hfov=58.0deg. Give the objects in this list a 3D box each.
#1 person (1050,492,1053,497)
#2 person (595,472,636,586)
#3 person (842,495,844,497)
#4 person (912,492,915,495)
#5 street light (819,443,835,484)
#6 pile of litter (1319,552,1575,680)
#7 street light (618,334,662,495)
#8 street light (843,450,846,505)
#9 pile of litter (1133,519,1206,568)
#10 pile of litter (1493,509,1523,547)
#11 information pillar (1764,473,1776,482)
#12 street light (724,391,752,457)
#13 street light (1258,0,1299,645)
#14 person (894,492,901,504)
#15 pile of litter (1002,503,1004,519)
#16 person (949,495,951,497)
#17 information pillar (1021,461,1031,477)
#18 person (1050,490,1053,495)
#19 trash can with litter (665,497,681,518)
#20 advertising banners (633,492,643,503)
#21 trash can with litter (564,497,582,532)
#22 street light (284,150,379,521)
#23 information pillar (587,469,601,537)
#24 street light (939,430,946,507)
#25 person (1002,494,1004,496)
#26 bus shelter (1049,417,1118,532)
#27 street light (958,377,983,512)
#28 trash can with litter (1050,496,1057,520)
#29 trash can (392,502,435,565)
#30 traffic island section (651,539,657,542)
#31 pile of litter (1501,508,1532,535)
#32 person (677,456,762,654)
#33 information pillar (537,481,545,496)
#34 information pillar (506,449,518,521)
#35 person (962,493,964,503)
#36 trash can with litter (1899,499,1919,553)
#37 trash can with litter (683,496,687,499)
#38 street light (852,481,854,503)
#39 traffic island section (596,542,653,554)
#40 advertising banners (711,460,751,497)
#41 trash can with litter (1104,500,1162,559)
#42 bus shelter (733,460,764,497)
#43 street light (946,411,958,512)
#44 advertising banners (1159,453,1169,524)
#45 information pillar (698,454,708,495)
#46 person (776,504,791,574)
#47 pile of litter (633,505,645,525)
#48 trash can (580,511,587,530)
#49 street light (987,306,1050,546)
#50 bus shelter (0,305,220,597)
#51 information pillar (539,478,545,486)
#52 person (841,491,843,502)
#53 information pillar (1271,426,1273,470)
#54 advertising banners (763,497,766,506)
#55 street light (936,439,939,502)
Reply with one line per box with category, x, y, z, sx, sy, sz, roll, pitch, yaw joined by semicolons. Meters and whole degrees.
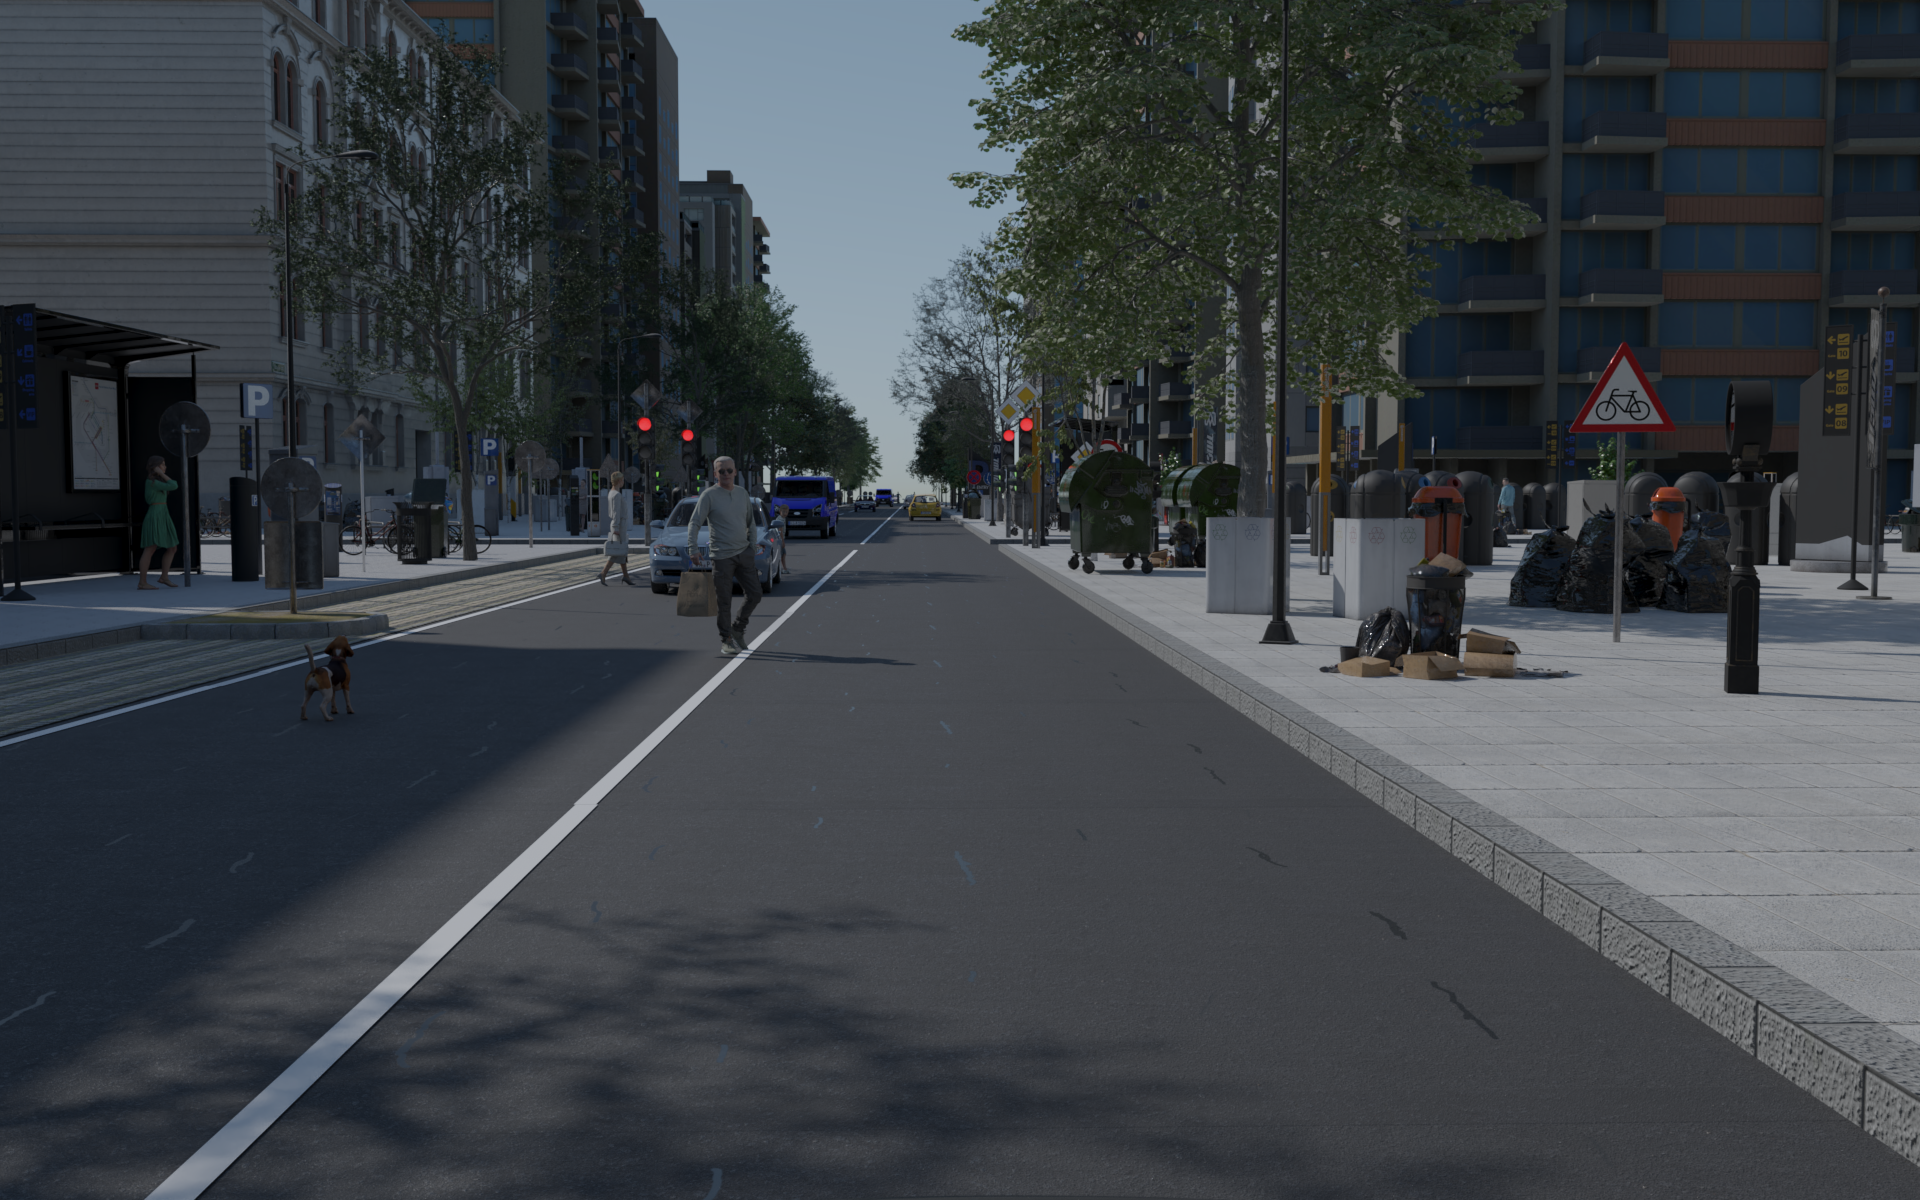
person;7.325;-7.879;135.422;0.990;1.755;0.434;-3;4;-36
person;-5.396;-1.116;27.108;0.624;1.780;0.694;-1;4;-10
person;-16.266;-13.861;233.464;1.217;1.735;0.721;1;4;8
person;-5.737;-12.755;217.865;1.217;1.723;0.721;0;4;1
street light;-12.119;-11.227;156.104;1.470;5.913;1.316;0;4;-1
pile of litter;3.479;0.097;12.373;1.719;0.858;1.176;1;4;21
street light;-9.335;-4.755;50.284;1.470;5.913;1.316;0;4;-1
street light;-12.797;-12.969;184.582;1.470;5.913;1.316;0;4;-1
pile of litter;3.819;-1.007;30.435;1.719;0.858;1.176;0;4;-1
pile of litter;12.546;-1.711;41.945;1.719;0.858;1.176;0;4;5
information pillar;27.689;-3.349;59.256;0.304;2.012;0.304;-3;5;-39
street light;-10.041;-6.455;78.075;1.470;5.913;1.316;0;4;-1
street light;2.200;-2.579;14.711;1.470;5.913;1.316;0;4;-1
person;-9.329;-15.422;260.740;1.350;1.814;0.705;-2;4;-31
pile of litter;2.261;-4.653;90.042;1.719;0.858;1.176;-1;4;-14
person;-0.654;-12.621;212.361;1.348;1.831;0.705;0;4;-8
information pillar;4.372;-7.739;117.886;0.504;3.616;0.183;-2;4;-26
person;10.376;-11.578;195.476;1.348;1.807;0.705;-1;4;-8
trash can with litter;-15.605;-4.956;92.425;1.055;1.170;0.624;0;4;6
advertising banners;-22.506;-7.744;122.799;2.074;3.025;0.090;2;4;32
trash can with litter;-13.120;-2.923;59.178;0.624;1.170;1.055;-2;4;-31
street light;-8.558;-3.120;23.552;1.470;5.913;1.316;0;4;-1
information pillar;-10.920;-2.882;51.618;0.304;2.012;0.304;-2;4;-33
street light;-0.629;-9.374;125.806;1.470;5.913;1.316;0;4;-1
person;4.976;-11.141;188.210;1.348;1.822;0.705;3;5;44
bus shelter;3.930;-3.927;55.485;1.731;3.624;6.357;0;4;-1
street light;0.764;-5.909;69.148;1.470;5.913;1.316;0;4;-1
trash can with litter;4.307;-4.590;86.104;2.233;1.210;1.678;0;4;-6
trash can;-9.984;-1.225;31.684;0.748;1.137;0.748;0;3;0
traffic island section;-7.900;-1.730;50.565;2.009;0.180;2.903;0;4;-1
pile of litter;17.440;-2.504;54.902;1.176;0.858;1.719;0;4;-1
person;-2.168;-0.400;15.521;0.782;1.767;0.515;-3;4;-39
information pillar;-22.815;-5.490;94.261;0.304;2.012;0.304;3;4;37
information pillar;-21.030;-5.494;81.173;0.504;3.616;0.183;1;4;19
person;0.395;-15.332;257.536;0.721;1.723;1.217;0;4;8
trash can with litter;21.081;-1.616;37.804;0.624;1.170;1.055;-2;4;-27
trash can with litter;-15.435;-5.229;96.884;0.624;1.170;1.055;0;4;-5
street light;-13.485;-14.538;210.234;1.470;5.913;1.316;0;4;-1
traffic island section;-7.692;-1.242;42.582;2.009;0.180;2.903;0;4;-1
advertising banners;-11.696;-5.650;88.572;2.074;3.025;0.090;0;4;5
trash can with litter;3.456;-1.419;34.586;1.055;1.170;0.624;-1;4;-20
bus shelter;-12.954;-6.709;103.612;2.014;3.302;5.546;0;4;-1
street light;0.114;-7.638;97.422;1.470;5.913;1.316;0;4;-1
advertising banners;8.770;-4.731;73.537;0.090;3.025;2.074;-1;4;-11
information pillar;-16.124;-7.224;109.469;0.504;3.616;0.183;-1;4;-13
person;-3.197;-1.096;31.101;0.352;1.250;0.332;2;4;33
pile of litter;-13.452;-3.562;72.202;1.176;0.858;1.719;0;4;-4
trash can;-13.663;-3.122;62.703;0.748;1.137;0.748;0;3;0
street light;1.498;-4.279;42.503;1.470;5.913;1.316;0;4;-1
bus shelter;-12.538;-2.033;24.525;1.731;3.624;6.357;0;4;-1
information pillar;-25.359;-6.959;105.130;0.183;3.616;0.504;2;4;29
person;-19.060;-16.733;279.628;0.705;1.824;1.348;1;4;15
information pillar;10.795;-4.139;59.022;0.504;3.616;0.183;3;5;43
advertising banners;-14.472;-7.776;123.324;2.074;3.025;0.090;1;4;11
street light;-1.201;-10.594;145.748;1.470;5.913;1.316;0;4;-1
